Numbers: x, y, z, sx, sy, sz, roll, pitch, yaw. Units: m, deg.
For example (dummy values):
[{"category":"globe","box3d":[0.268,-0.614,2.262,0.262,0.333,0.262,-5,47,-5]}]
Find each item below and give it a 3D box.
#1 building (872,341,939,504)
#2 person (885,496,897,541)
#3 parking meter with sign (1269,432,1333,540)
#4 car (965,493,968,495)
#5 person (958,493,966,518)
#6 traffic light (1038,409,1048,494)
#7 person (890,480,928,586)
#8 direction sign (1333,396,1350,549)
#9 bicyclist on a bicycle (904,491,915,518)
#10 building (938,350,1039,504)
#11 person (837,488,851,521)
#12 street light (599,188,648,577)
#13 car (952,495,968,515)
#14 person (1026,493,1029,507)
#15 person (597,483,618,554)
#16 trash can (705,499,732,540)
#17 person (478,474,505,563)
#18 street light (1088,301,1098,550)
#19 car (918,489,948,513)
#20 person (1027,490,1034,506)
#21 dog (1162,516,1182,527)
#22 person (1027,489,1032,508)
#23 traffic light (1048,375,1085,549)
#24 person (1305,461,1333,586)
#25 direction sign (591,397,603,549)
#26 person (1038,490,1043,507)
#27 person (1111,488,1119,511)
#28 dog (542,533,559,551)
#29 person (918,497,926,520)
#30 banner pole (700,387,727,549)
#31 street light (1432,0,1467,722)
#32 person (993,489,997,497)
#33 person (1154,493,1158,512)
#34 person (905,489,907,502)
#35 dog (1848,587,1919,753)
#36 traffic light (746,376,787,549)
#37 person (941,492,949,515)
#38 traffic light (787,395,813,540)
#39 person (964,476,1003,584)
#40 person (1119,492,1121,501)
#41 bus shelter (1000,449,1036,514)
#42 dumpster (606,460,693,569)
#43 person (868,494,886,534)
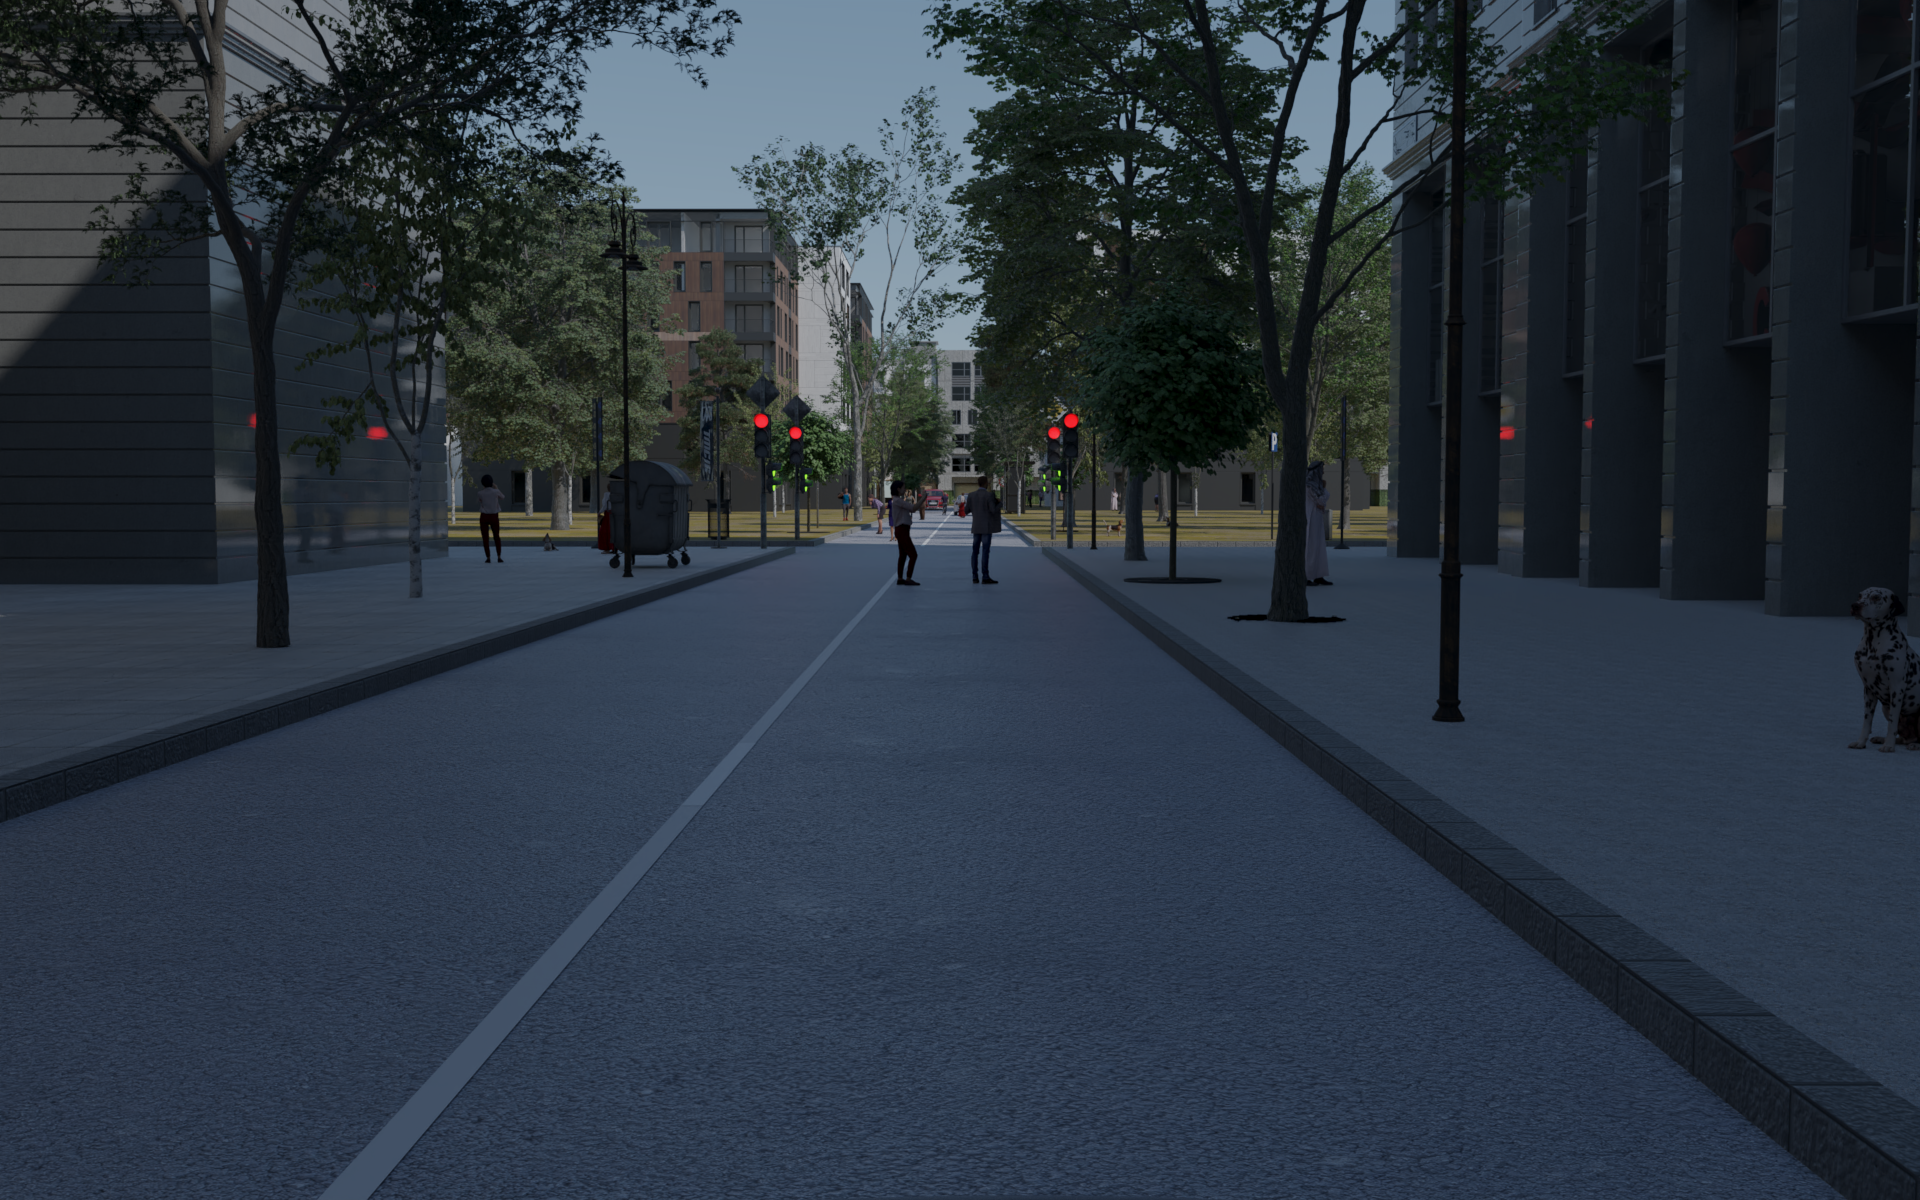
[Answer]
[{"category":"building","box3d":[-8.339,-22.262,220.399,11.380,20.091,16.016,0,4,0]},{"category":"person","box3d":[-2.030,-2.541,52.423,0.453,1.535,0.546,0,3,0]},{"category":"parking meter with sign","box3d":[9.549,-3.193,48.470,1.738,3.016,0.543,2,4,27]},{"category":"car","box3d":[0.724,-10.231,176.865,1.945,1.707,3.694,0,4,-1]},{"category":"person","box3d":[0.126,-5.679,103.823,0.387,1.526,0.523,2,4,34]},{"category":"traffic light","box3d":[2.604,-3.628,48.566,0.839,4.213,0.868,0,4,0]},{"category":"person","box3d":[-0.800,-1.058,27.261,0.566,1.644,0.517,2,4,34]},{"category":"direction sign","box3d":[8.904,-2.954,40.291,0.379,3.537,0.876,0,4,6]},{"category":"bicyclist on a bicycle","box3d":[-2.695,-5.013,91.978,1.499,1.676,1.625,0,4,-1]},{"category":"building","box3d":[13.096,-21.677,220.868,31.486,18.905,16.747,0,4,0]},{"category":"person","box3d":[-5.573,-4.628,83.575,0.647,1.594,0.662,-1,4,-18]},{"category":"street light","box3d":[-5.129,-3.289,26.571,0.468,5.910,1.993,0,4,0]},{"category":"car","box3d":[0.500,-6.444,117.725,2.083,1.381,4.827,0,3,0]},{"category":"person","box3d":[6.583,-10.398,176.039,1.348,1.826,0.705,-3,5,-45]},{"category":"person","box3d":[-7.529,-1.753,37.177,0.387,1.526,0.523,2,4,31]},{"category":"trash can","box3d":[-6.768,-2.256,48.543,0.748,1.137,0.748,0,3,0]},{"category":"person","box3d":[-8.779,-1.519,32.341,0.517,1.644,0.566,2,4,24]},{"category":"street light","box3d":[3.094,-4.104,39.892,0.468,5.910,1.993,0,4,0]},{"category":"car","box3d":[-2.030,-7.508,131.435,2.281,1.827,5.304,0,4,0]},{"category":"person","box3d":[7.289,-10.737,182.294,1.217,1.736,0.721,3,4,36]},{"category":"dog","box3d":[8.313,-3.074,67.998,0.550,0.427,0.748,-2,4,-32]},{"category":"person","box3d":[6.644,-9.654,164.573,0.721,1.739,1.217,1,4,19]},{"category":"traffic light","box3d":[2.565,-3.140,40.581,0.839,4.213,0.868,0,4,0]},{"category":"person","box3d":[4.945,-1.066,24.143,0.621,1.740,0.551,0,4,-2]},{"category":"direction sign","box3d":[-8.513,-2.981,40.739,0.379,3.537,0.876,-2,4,-25]},{"category":"person","box3d":[8.032,-10.028,170.935,0.756,1.711,0.436,-3,5,-41]},{"category":"person","box3d":[11.638,-7.581,130.663,0.621,1.740,0.551,3,4,37]},{"category":"dog","box3d":[-9.219,-1.311,39.175,0.550,0.427,0.748,3,4,38]},{"category":"person","box3d":[-2.076,-5.188,95.597,0.388,1.546,0.482,-2,4,-30]},{"category":"banner pole","box3d":[-5.867,-3.114,40.937,0.863,3.779,0.401,3,5,41]},{"category":"street light","box3d":[2.769,-2.254,9.641,0.468,5.910,1.993,0,4,0]},{"category":"person","box3d":[3.845,-11.429,192.933,0.705,1.821,1.348,-1,4,-15]},{"category":"person","box3d":[14.013,-6.953,122.953,0.421,1.427,0.697,2,4,25]},{"category":"person","box3d":[-4.345,-8.276,142.082,0.721,1.735,1.217,-1,4,-10]},{"category":"dog","box3d":[4.840,0.350,8.664,0.800,0.831,0.513,1,4,16]},{"category":"traffic light","box3d":[-4.596,-3.141,40.600,0.839,4.213,0.868,0,4,0]},{"category":"person","box3d":[-1.092,-6.526,117.416,0.569,1.553,0.471,3,5,44]},{"category":"traffic light","box3d":[-4.557,-3.629,48.585,0.839,4.213,0.868,0,4,0]},{"category":"person","box3d":[0.395,-1.124,27.702,0.655,1.722,0.431,3,5,43]},{"category":"person","box3d":[11.000,-6.770,117.258,0.617,1.759,0.750,-1,4,-8]},{"category":"bus shelter","box3d":[3.784,-8.347,114.098,2.179,5.291,8.768,0,4,0]},{"category":"dumpster","box3d":[-5.456,-1.511,30.468,1.264,1.857,1.865,0,4,0]},{"category":"person","box3d":[-2.963,-3.060,61.771,0.697,1.427,0.421,-2,4,-31]}]
